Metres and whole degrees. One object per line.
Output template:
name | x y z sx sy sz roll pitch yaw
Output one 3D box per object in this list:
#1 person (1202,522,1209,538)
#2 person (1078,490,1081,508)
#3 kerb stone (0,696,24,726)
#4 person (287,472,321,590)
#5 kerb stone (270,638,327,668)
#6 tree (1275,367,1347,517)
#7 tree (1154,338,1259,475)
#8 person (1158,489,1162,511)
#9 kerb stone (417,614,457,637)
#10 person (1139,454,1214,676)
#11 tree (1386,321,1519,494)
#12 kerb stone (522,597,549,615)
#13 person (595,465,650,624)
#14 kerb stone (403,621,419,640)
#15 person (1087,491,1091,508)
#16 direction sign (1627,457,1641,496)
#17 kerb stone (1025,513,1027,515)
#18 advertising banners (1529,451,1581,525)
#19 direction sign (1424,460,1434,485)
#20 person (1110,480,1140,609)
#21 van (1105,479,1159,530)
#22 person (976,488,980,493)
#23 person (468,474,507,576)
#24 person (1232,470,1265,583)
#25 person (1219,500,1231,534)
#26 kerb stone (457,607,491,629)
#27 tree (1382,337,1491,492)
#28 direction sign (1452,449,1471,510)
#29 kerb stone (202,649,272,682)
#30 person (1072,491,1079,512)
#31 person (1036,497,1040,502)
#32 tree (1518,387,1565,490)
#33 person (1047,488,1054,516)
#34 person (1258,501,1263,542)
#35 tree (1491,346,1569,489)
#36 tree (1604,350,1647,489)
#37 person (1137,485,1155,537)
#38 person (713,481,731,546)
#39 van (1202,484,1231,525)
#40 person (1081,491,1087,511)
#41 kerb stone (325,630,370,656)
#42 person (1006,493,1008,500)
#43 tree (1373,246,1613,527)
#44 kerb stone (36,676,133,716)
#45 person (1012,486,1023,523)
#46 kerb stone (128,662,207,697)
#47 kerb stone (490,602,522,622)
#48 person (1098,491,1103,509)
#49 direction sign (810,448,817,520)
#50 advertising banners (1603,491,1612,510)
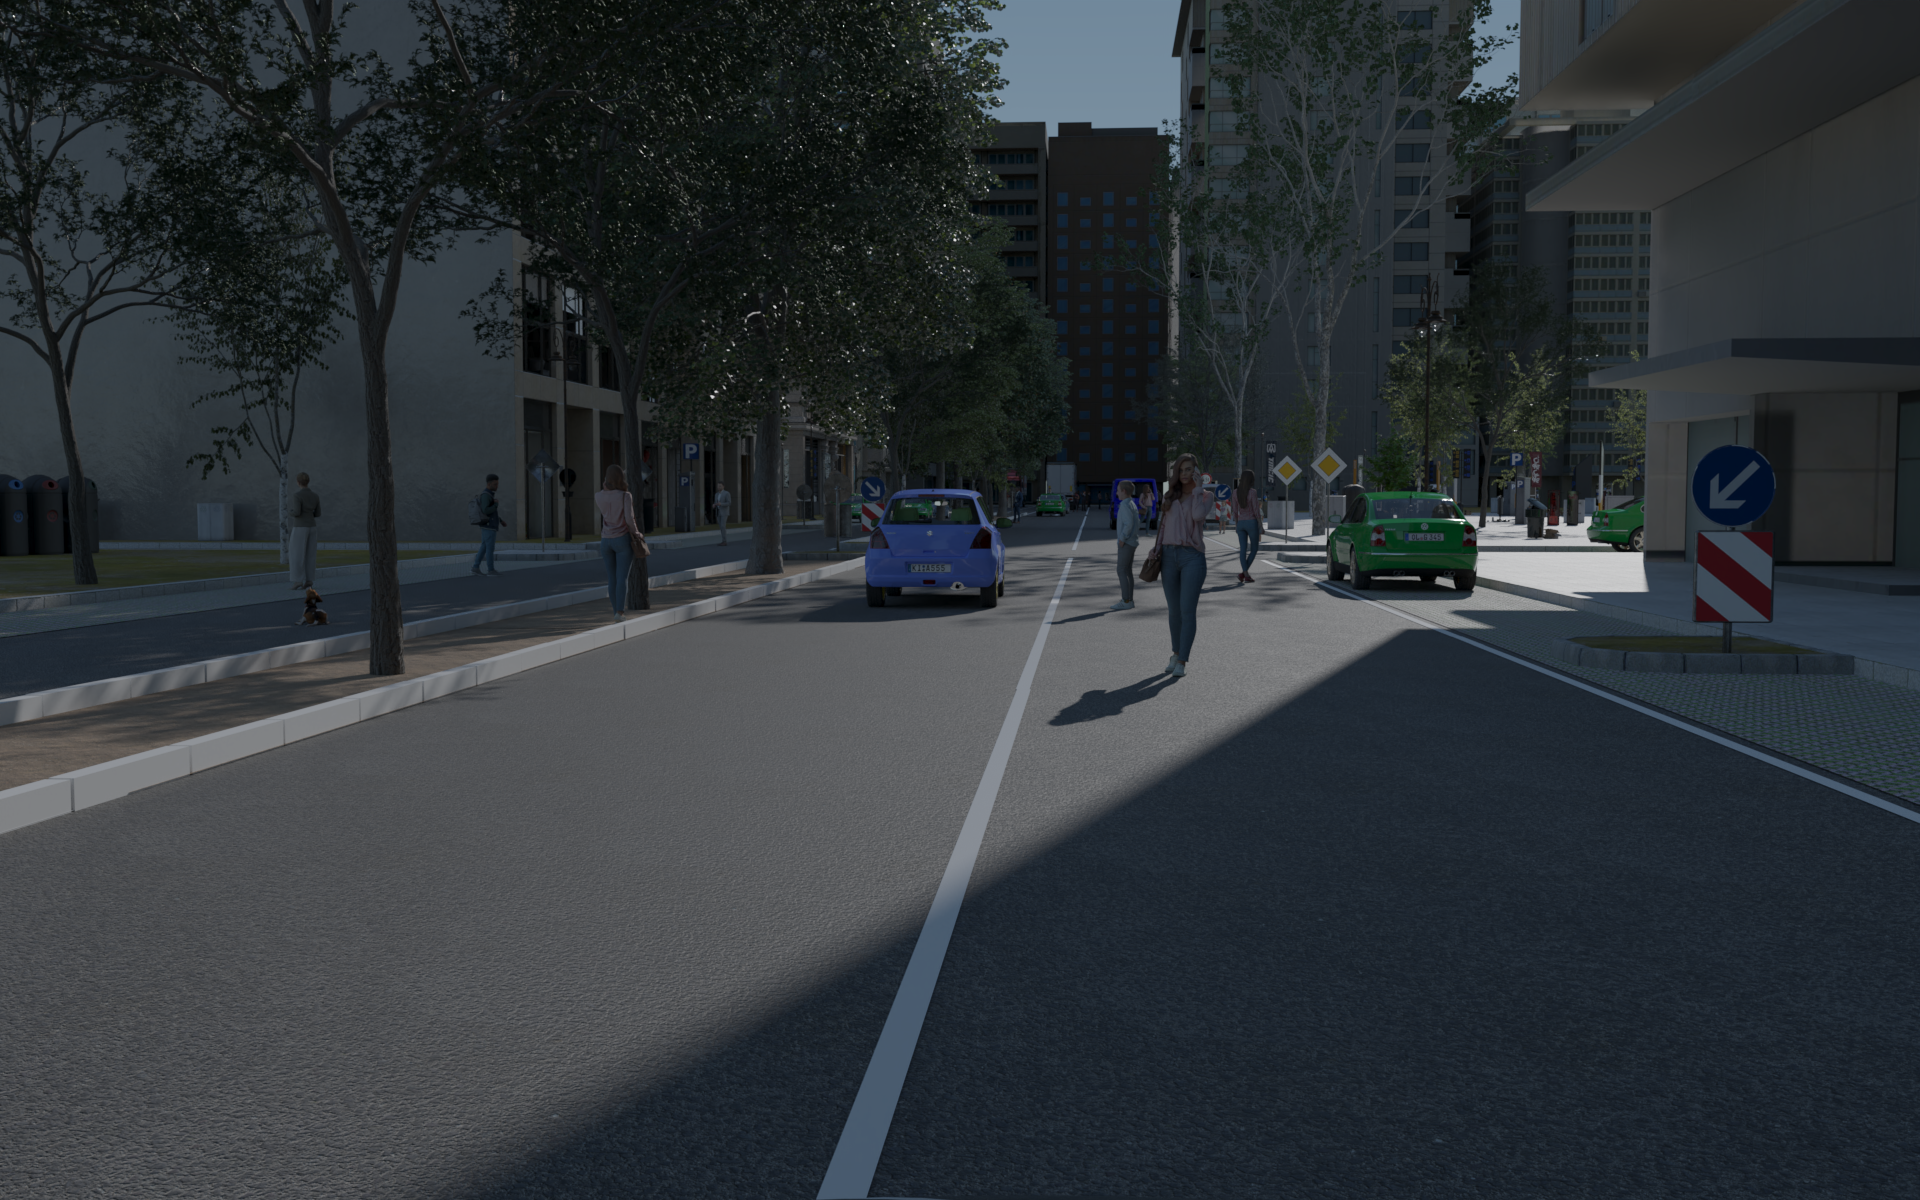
person | 6.564 -2.134 48.890 1.012 1.151 0.738 0 4 0
person | 12.388 -10.535 180.768 0.705 1.821 1.348 1 4 13
kerb stone | -5.955 0.715 10.557 0.120 0.150 1.000 0 4 4
person | -9.823 -1.030 25.889 0.362 1.759 0.519 2 4 29
kerb stone | -5.649 0.463 14.633 0.120 0.150 1.000 0 4 4
tree | 19.701 -8.982 97.216 4.737 8.622 4.395 0 3 0
tree | 17.550 -12.610 124.297 7.486 12.596 7.792 0 3 0
person | 16.316 -8.171 142.108 0.705 1.823 1.348 -1 4 -11
kerb stone | -5.405 0.276 17.690 0.120 0.150 1.000 0 4 4
person | 1.769 -0.289 13.821 0.593 1.750 0.643 2 4 32
tree | 20.248 -7.496 72.922 4.737 8.622 4.395 0 3 0
kerb stone | -5.175 0.092 20.757 0.120 0.150 1.000 0 4 4
person | -3.727 -0.599 18.882 0.593 1.750 0.643 1 4 17
kerb stone | -5.486 0.342 16.671 0.120 0.150 1.000 0 4 4
person | 13.780 -10.712 184.435 0.445 1.727 0.742 0 4 1
direction sign | 41.399 -6.998 106.420 0.876 3.537 0.379 -1 4 -13
kerb stone | 4.238 -5.688 115.193 0.120 0.150 1.000 0 4 4
advertising banners | 24.345 -4.570 70.905 2.074 3.025 0.090 1 4 10
direction sign | 31.570 -7.629 116.723 0.379 3.537 0.876 -2 4 -29
person | 2.089 -0.701 21.767 0.330 1.601 0.589 2 4 26
van | 7.105 -4.080 71.087 2.240 2.365 5.245 0 4 4
person | 1.385 -7.529 131.230 0.705 1.869 1.348 -1 4 -15
person | -8.189 -1.300 30.109 0.721 1.781 0.623 -2 4 -27
person | 4.673 -1.192 28.007 0.555 1.821 0.388 2 4 31
person | 9.490 -2.964 61.979 0.505 1.210 0.382 2 4 26
kerb stone | -5.324 0.213 18.712 0.120 0.150 1.000 0 4 4
tree | 21.110 -7.847 78.654 4.360 8.622 3.978 0 3 0
direction sign | 25.056 -5.785 86.574 0.876 3.537 0.379 1 4 21
kerb stone | -5.722 0.525 13.613 0.120 0.150 1.000 0 4 4
person | 9.081 -7.730 136.359 0.593 1.643 0.415 0 4 -3
person | 6.809 -8.266 146.882 0.697 1.427 0.421 1 4 10
tree | 36.286 -9.780 110.257 4.737 8.622 4.395 0 3 0
person | 6.025 -6.527 114.987 0.659 1.850 0.755 1 4 20
person | 8.212 -2.121 47.860 0.332 1.250 0.352 2 4 24
tree | 28.059 -8.283 85.796 4.360 8.622 3.978 0 3 0
tree | 33.627 -8.208 84.569 4.360 8.622 3.978 0 3 0
person | 6.196 -3.018 58.441 0.593 1.750 0.643 -3 5 -40
person | -6.666 -2.408 48.065 0.606 1.804 0.583 2 4 34
van | 10.407 -4.023 72.790 2.013 2.044 4.112 0 4 5
person | 10.331 -8.271 144.538 0.445 1.727 0.742 1 4 20
kerb stone | -5.565 0.400 15.652 0.120 0.150 1.000 0 4 4
person | 3.473 -7.757 136.043 0.721 1.735 1.217 3 4 36
tree | 20.076 -8.054 66.093 8.767 10.594 7.601 0 4 4
kerb stone | -5.881 0.650 11.576 0.120 0.150 1.000 0 4 4
person | 2.804 -4.650 84.711 0.419 1.800 0.721 -3 4 -37
kerb stone | -5.807 0.590 12.595 0.120 0.150 1.000 0 4 4
kerb stone | -5.248 0.151 19.731 0.120 0.150 1.000 0 4 4
person | 13.174 -9.356 162.176 0.721 1.736 1.217 1 4 18
direction sign | -7.186 -5.670 84.698 0.379 3.537 0.876 1 4 15
advertising banners | 29.268 -5.040 78.594 0.090 3.025 2.074 0 4 7
